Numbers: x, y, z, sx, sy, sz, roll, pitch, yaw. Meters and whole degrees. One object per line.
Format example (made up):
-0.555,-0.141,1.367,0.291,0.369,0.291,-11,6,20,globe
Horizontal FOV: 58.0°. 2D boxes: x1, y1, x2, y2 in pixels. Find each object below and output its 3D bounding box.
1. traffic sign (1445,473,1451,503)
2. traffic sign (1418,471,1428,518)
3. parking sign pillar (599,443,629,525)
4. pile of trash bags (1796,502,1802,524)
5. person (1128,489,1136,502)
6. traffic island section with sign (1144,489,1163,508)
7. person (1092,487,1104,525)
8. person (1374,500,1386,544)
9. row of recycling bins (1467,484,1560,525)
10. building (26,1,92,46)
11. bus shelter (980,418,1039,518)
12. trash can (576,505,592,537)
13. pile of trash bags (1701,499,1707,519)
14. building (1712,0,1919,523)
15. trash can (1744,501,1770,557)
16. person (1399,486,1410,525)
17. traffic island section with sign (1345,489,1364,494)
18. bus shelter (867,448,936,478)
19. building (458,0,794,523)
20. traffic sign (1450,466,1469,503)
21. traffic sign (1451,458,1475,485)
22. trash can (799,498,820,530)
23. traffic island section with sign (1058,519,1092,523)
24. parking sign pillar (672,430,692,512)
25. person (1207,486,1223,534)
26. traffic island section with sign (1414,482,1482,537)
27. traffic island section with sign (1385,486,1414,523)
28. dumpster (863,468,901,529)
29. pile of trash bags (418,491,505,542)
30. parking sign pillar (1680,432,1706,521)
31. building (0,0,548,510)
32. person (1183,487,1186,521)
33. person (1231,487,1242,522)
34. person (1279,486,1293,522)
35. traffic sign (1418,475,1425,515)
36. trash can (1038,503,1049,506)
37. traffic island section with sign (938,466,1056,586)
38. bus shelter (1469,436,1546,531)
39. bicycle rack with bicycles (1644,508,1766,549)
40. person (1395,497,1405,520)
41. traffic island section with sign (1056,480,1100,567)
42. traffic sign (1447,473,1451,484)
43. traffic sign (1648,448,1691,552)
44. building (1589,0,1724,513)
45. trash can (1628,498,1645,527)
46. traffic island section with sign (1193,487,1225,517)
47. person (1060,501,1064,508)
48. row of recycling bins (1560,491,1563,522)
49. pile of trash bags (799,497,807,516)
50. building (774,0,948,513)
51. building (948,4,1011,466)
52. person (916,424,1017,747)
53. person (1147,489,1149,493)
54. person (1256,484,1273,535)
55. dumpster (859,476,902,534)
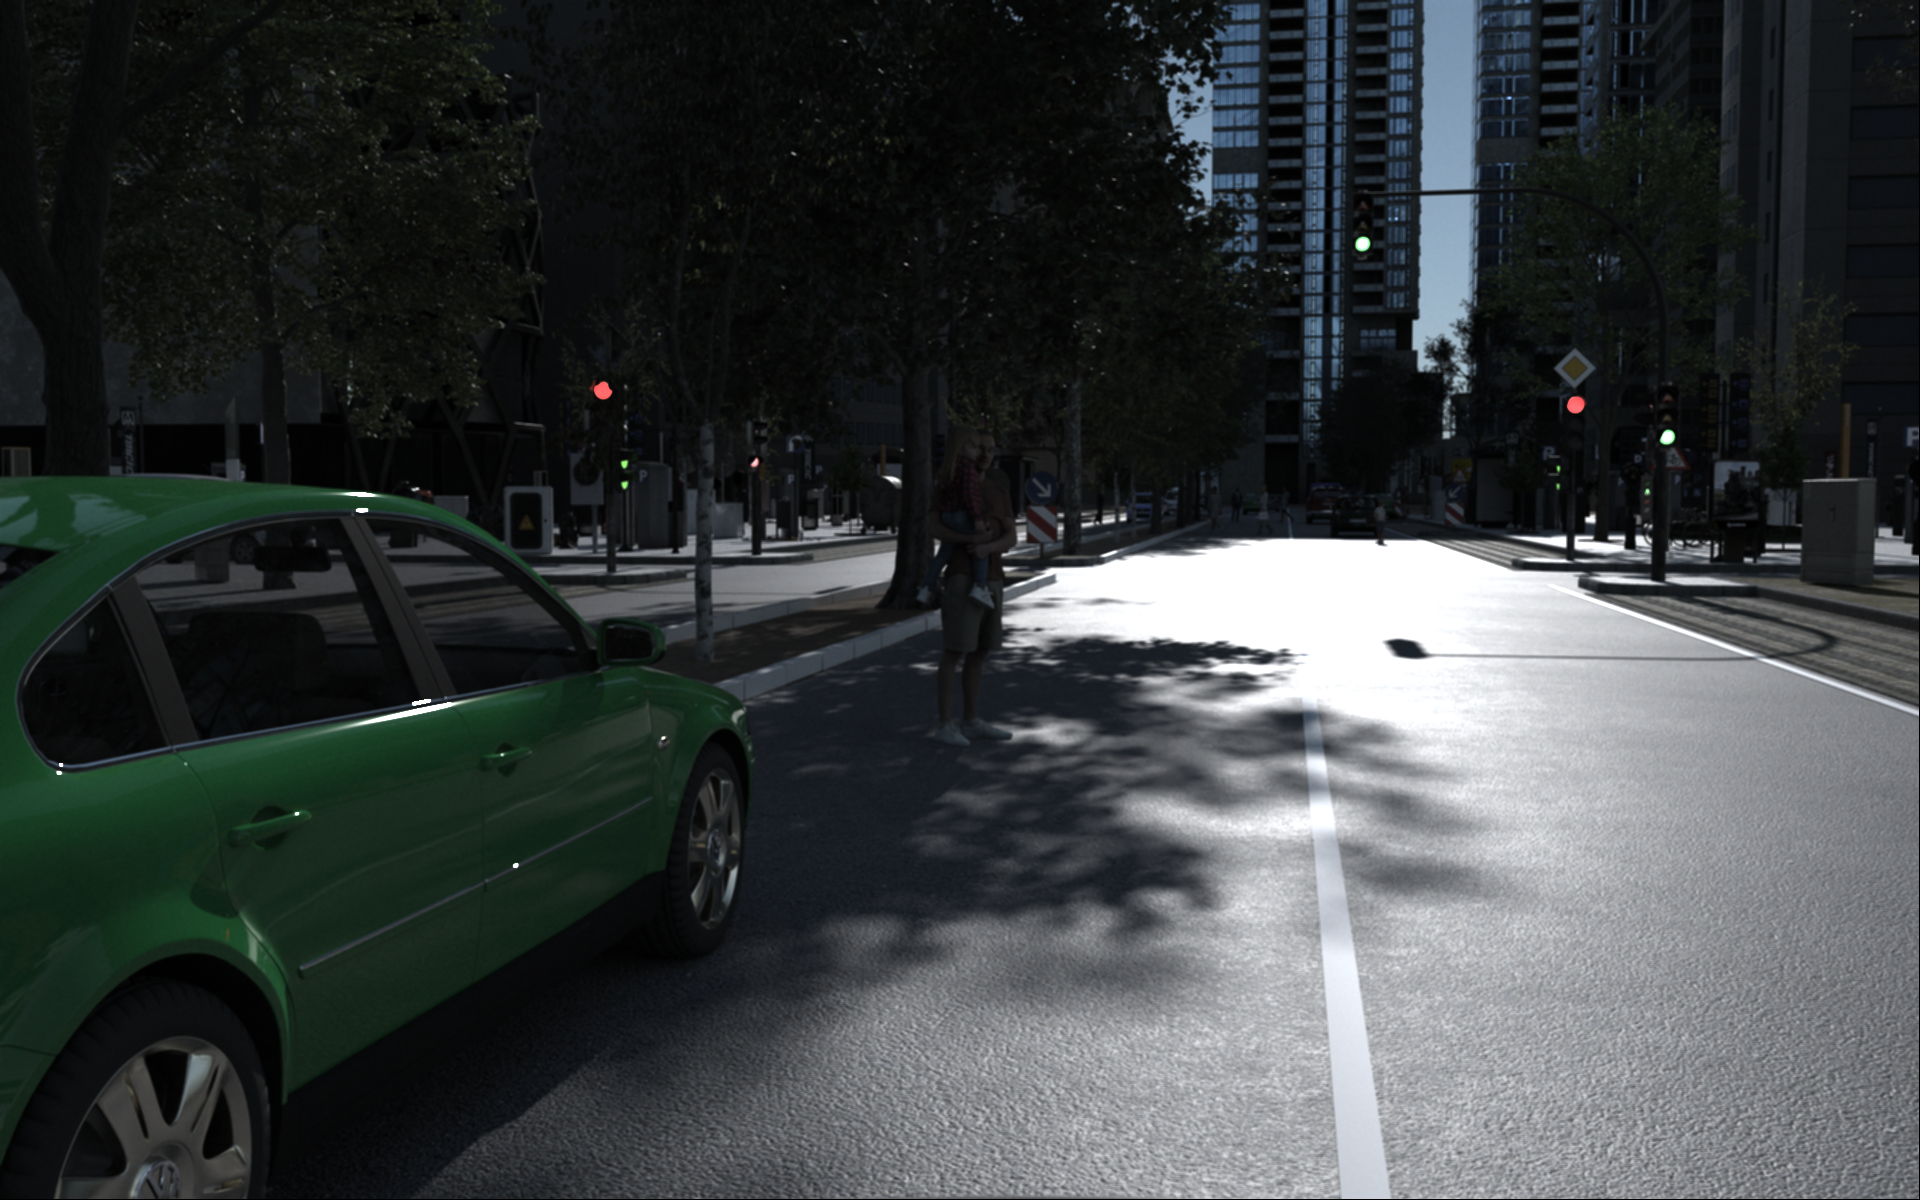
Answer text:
29.684,-6.406,104.838,0.768,2.556,0.104,1,4,13,traffic sign
25.357,-5.769,94.335,0.884,2.594,0.081,1,4,11,traffic sign
-14.452,-5.155,72.762,1.447,3.967,1.447,0,4,-4,parking sign pillar
35.468,-3.898,73.492,1.912,1.369,3.447,3,5,44,pile of trash bags
10.291,-5.766,102.871,0.635,1.810,0.391,-2,4,-33,person
14.867,-7.816,136.424,1.989,1.847,2.006,1,4,11,traffic island section with sign
6.471,-4.387,80.643,0.534,1.772,0.576,0,4,-7,person
12.127,-2.254,50.036,0.332,1.250,0.352,2,4,26,person
23.238,-4.028,72.974,3.534,1.692,1.069,1,4,11,row of recycling bins
-53.775,-16.155,68.653,34.151,26.468,19.350,1,4,11,building
2.599,-7.136,94.302,2.179,5.291,8.768,1,4,11,bus shelter
-11.337,-2.500,52.533,0.748,1.137,0.748,0,3,0,trash can
35.451,-4.326,80.483,3.447,1.369,1.912,-3,5,-42,pile of trash bags
50.203,-33.353,87.318,21.231,58.520,28.212,1,4,11,building
16.246,-1.467,35.632,0.748,1.137,0.748,0,3,0,trash can
20.548,-4.377,80.039,0.573,1.828,0.580,-1,4,-22,person
30.663,-7.634,133.450,1.989,1.847,2.006,1,4,11,traffic island section with sign
-2.581,-5.191,78.789,2.014,3.302,5.546,1,4,11,bus shelter
-18.192,-17.996,87.734,14.314,27.812,24.014,1,4,11,building
23.380,-4.961,81.120,0.884,2.594,0.081,1,4,11,traffic sign
28.947,-6.365,97.946,2.265,3.308,0.079,1,4,13,traffic sign
-5.373,-3.075,61.937,0.748,1.137,0.748,0,3,0,trash can
5.634,-4.823,87.480,1.989,1.847,2.006,1,4,11,traffic island section with sign
-11.764,-5.189,73.311,1.447,3.967,1.447,1,4,10,parking sign pillar
9.267,-3.269,62.696,0.466,1.731,0.760,-3,5,-45,person
16.610,-3.070,58.829,1.989,1.847,2.006,1,4,11,traffic island section with sign
21.651,-4.710,85.637,1.989,1.847,2.006,1,4,11,traffic island section with sign
-2.818,-3.816,64.889,1.502,2.255,1.985,1,4,11,dumpster
-13.093,-2.273,46.921,3.447,1.369,1.912,-2,4,-25,pile of trash bags
31.582,-5.285,74.889,1.447,3.967,1.447,0,4,-4,parking sign pillar
-23.991,-11.902,62.045,16.820,18.784,16.811,1,4,11,building
11.463,-4.871,88.242,0.635,1.810,0.391,-1,4,-19,person
14.386,-4.986,90.202,0.721,1.800,0.419,-1,4,-15,person
16.342,-4.794,86.975,0.778,1.811,0.616,0,4,0,person
28.635,-6.533,106.926,0.768,2.556,0.104,1,4,14,traffic sign
4.614,-5.158,95.991,0.748,1.137,0.748,0,3,0,trash can
0.366,-1.198,27.716,2.006,1.907,1.989,1,4,11,traffic island section with sign
19.736,-4.209,62.739,2.014,3.302,5.546,1,4,11,bus shelter
18.053,-1.736,41.763,2.925,0.926,2.852,1,4,14,bicycle rack with bicycles
22.206,-4.823,87.130,0.659,1.850,0.755,-1,4,-18,person
1.747,-1.643,34.994,2.006,1.907,1.989,1,4,11,traffic island section with sign
28.593,-6.129,100.309,0.768,2.556,0.104,1,4,18,traffic sign
15.759,-2.355,38.507,0.884,2.594,0.081,1,4,15,traffic sign
61.862,-26.153,119.483,32.217,40.220,23.993,1,4,11,building
26.305,-3.404,67.315,0.748,1.137,0.748,0,3,0,trash can
15.649,-6.159,108.840,2.006,1.907,1.989,1,4,11,traffic island section with sign
4.281,-3.629,68.188,0.716,1.782,0.532,0,4,8,person
27.665,-4.481,80.383,1.069,1.692,3.534,0,4,-7,row of recycling bins
-10.422,-5.630,101.797,3.447,1.369,1.912,0,4,-1,pile of trash bags
-13.887,-35.841,127.999,21.231,58.520,28.212,1,4,11,building
-7.186,-33.131,165.400,21.600,48.544,21.300,1,4,11,building
0.041,-0.092,9.977,0.573,1.828,0.580,0,4,4,person
14.249,-7.501,131.135,1.348,1.826,0.705,-3,4,-37,person
10.705,-3.177,60.802,0.624,1.780,0.694,1,4,11,person
-2.504,-3.093,56.335,1.264,1.857,1.865,1,4,11,dumpster
